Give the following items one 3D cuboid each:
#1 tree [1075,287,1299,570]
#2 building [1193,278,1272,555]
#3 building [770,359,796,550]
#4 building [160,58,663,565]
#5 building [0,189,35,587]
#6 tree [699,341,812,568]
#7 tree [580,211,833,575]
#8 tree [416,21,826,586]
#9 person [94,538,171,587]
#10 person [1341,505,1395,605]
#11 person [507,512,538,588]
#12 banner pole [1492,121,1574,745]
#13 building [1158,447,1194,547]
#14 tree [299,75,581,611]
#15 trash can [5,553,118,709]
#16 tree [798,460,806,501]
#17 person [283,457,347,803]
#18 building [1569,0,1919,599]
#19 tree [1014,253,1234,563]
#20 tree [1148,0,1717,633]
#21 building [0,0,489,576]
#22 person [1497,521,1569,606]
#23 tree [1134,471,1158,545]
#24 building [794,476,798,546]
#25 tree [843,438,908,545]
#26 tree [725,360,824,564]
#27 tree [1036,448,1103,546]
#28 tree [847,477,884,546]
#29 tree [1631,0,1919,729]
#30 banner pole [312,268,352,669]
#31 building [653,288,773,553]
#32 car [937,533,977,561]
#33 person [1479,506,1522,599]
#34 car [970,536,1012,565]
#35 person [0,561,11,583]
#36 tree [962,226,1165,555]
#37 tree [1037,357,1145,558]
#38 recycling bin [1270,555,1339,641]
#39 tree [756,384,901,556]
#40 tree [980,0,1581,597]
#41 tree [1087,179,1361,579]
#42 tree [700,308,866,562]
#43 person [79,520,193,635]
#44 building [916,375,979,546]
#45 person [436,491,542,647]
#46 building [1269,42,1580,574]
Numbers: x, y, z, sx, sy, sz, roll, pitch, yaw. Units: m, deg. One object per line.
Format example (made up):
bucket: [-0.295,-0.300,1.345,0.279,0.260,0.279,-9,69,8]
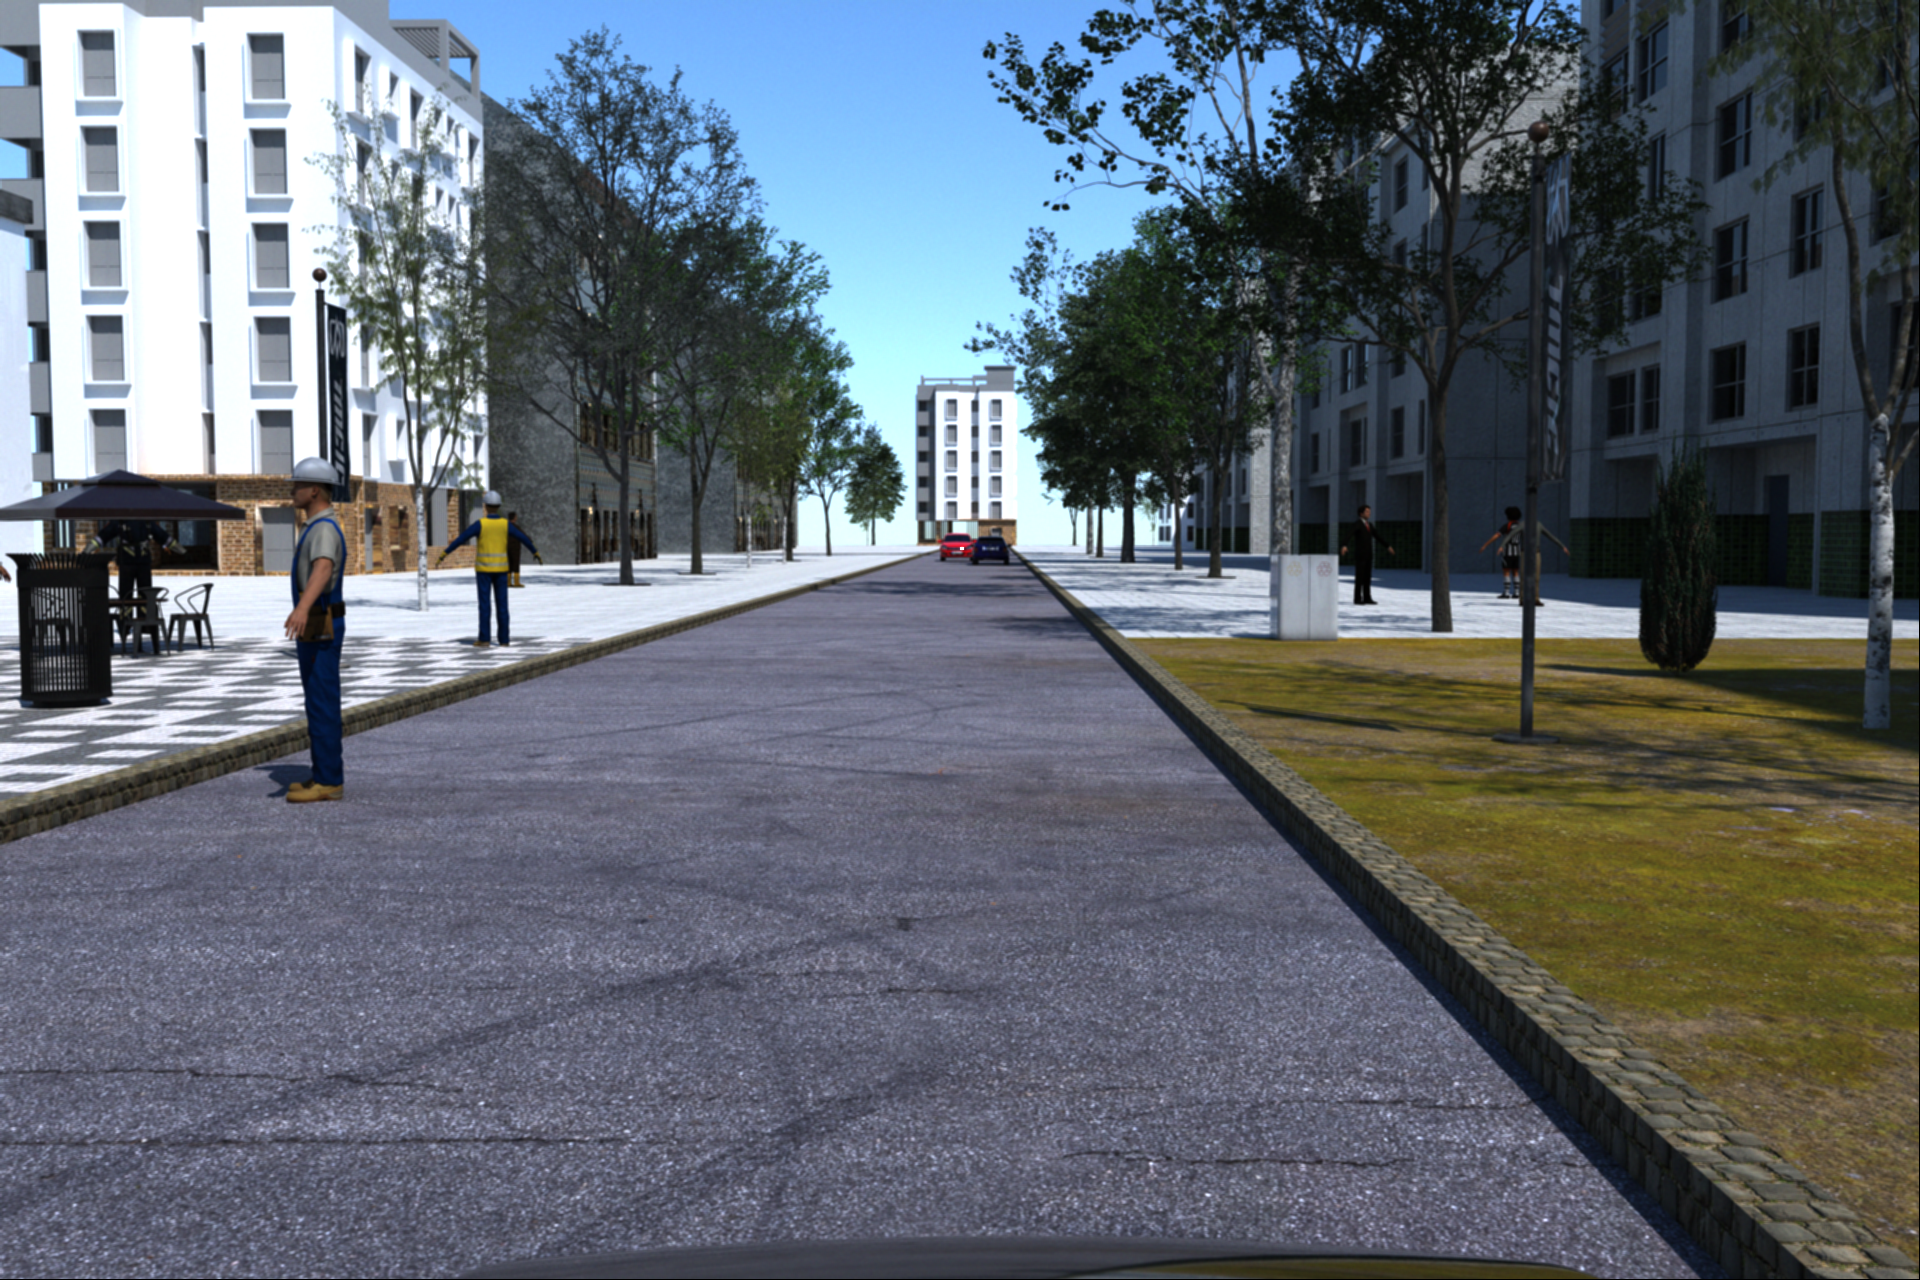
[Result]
tree: [7.904,-7.779,61.593,8.767,10.594,7.601,1,4,17]
building: [27.625,-16.019,128.374,16.747,18.905,31.486,0,4,1]
building: [-24.055,-19.252,145.700,19.493,23.208,18.063,0,4,0]
building: [-25.013,-15.241,80.112,19.493,23.208,18.063,0,4,0]
building: [-24.217,-5.359,29.765,9.099,9.664,28.070,0,4,1]
tree: [-8.099,-6.978,64.450,4.360,8.622,3.978,0,3,0]
tree: [-8.188,-7.878,54.567,9.928,11.665,9.643,0,3,0]
tree: [-8.449,-8.097,42.755,12.009,13.543,11.850,0,3,0]
person: [-14.591,-1.457,30.548,1.216,1.740,0.721,-2,4,-25]
person: [7.366,-1.548,31.499,1.347,1.806,0.705,-2,4,-35]
person: [-10.704,-2.166,41.552,1.346,1.812,0.704,2,4,28]
banner pole: [3.504,-1.246,10.384,0.401,3.779,0.863,0,4,1]
building: [24.829,-13.709,166.284,9.099,9.664,28.070,0,4,1]
tree: [-9.152,-4.793,28.730,4.360,8.622,3.978,0,3,0]
trash can: [-6.670,-0.077,12.908,0.748,1.137,0.748,0,3,0]
tree: [-21.260,-16.551,196.366,9.928,11.665,9.643,0,3,0]
person: [-3.507,-0.066,9.396,0.705,1.847,1.347,-1,4,-19]
building: [26.127,-10.312,35.062,16.747,18.905,31.486,0,4,1]
tree: [7.333,-10.380,76.369,9.857,13.997,8.962,0,3,0]
tree: [5.973,-5.377,22.321,7.601,10.594,8.767,-1,4,-11]
building: [-23.553,-12.119,54.559,16.016,20.090,11.380,0,4,0]
person: [10.148,-1.499,30.775,1.348,1.796,0.705,0,4,-8]
tree: [22.031,-14.958,194.933,4.360,8.622,3.978,0,3,0]
building: [-26.129,-18.689,172.021,16.747,18.905,31.486,0,4,1]
tree: [-9.598,-17.239,199.988,7.486,12.596,7.792,0,3,0]
tree: [-7.599,-7.528,73.442,4.737,8.622,4.395,0,3,0]
tree: [12.569,-16.281,191.945,9.928,11.665,9.643,0,3,0]
tree: [-10.069,-14.834,192.896,4.360,8.622,3.978,0,3,0]
tree: [6.100,-3.736,11.441,4.360,8.622,3.978,0,3,0]
banner pole: [-6.019,-1.629,16.645,0.401,3.779,0.863,0,4,2]
building: [-24.120,-18.012,125.425,19.493,23.208,18.063,0,4,2]
car: [-0.131,-5.079,92.085,2.155,1.783,4.494,0,4,1]
person: [10.928,-1.728,34.393,1.345,1.843,0.704,-1,4,-21]
car: [1.449,-4.175,80.835,1.945,1.354,3.894,0,4,2]
person: [-7.816,-0.427,13.160,0.705,1.806,1.347,1,4,14]
tree: [7.036,-15.389,107.497,12.611,20.169,13.585,0,3,0]
tree: [7.662,-10.208,92.660,9.928,11.665,9.643,0,3,0]
recycling bin: [4.187,-0.523,21.101,0.722,1.027,0.722,0,4,2]
tree: [-7.649,-10.182,100.881,8.767,10.594,7.601,-1,4,-9]
tree: [6.819,-11.005,35.828,12.611,20.169,13.585,0,3,0]
tree: [7.583,-7.596,49.955,9.928,11.665,9.643,0,3,0]
tree: [-8.112,-9.476,80.696,9.928,11.665,9.643,0,3,0]
person: [-10.527,-0.998,22.101,1.354,1.856,0.705,-3,4,-37]
building: [-4.712,-20.822,199.311,11.380,20.090,16.016,0,4,7]
person: [-5.366,-0.816,19.805,1.216,1.772,0.721,-2,4,-31]
building: [23.709,-12.516,71.088,16.747,18.905,31.486,0,4,1]
